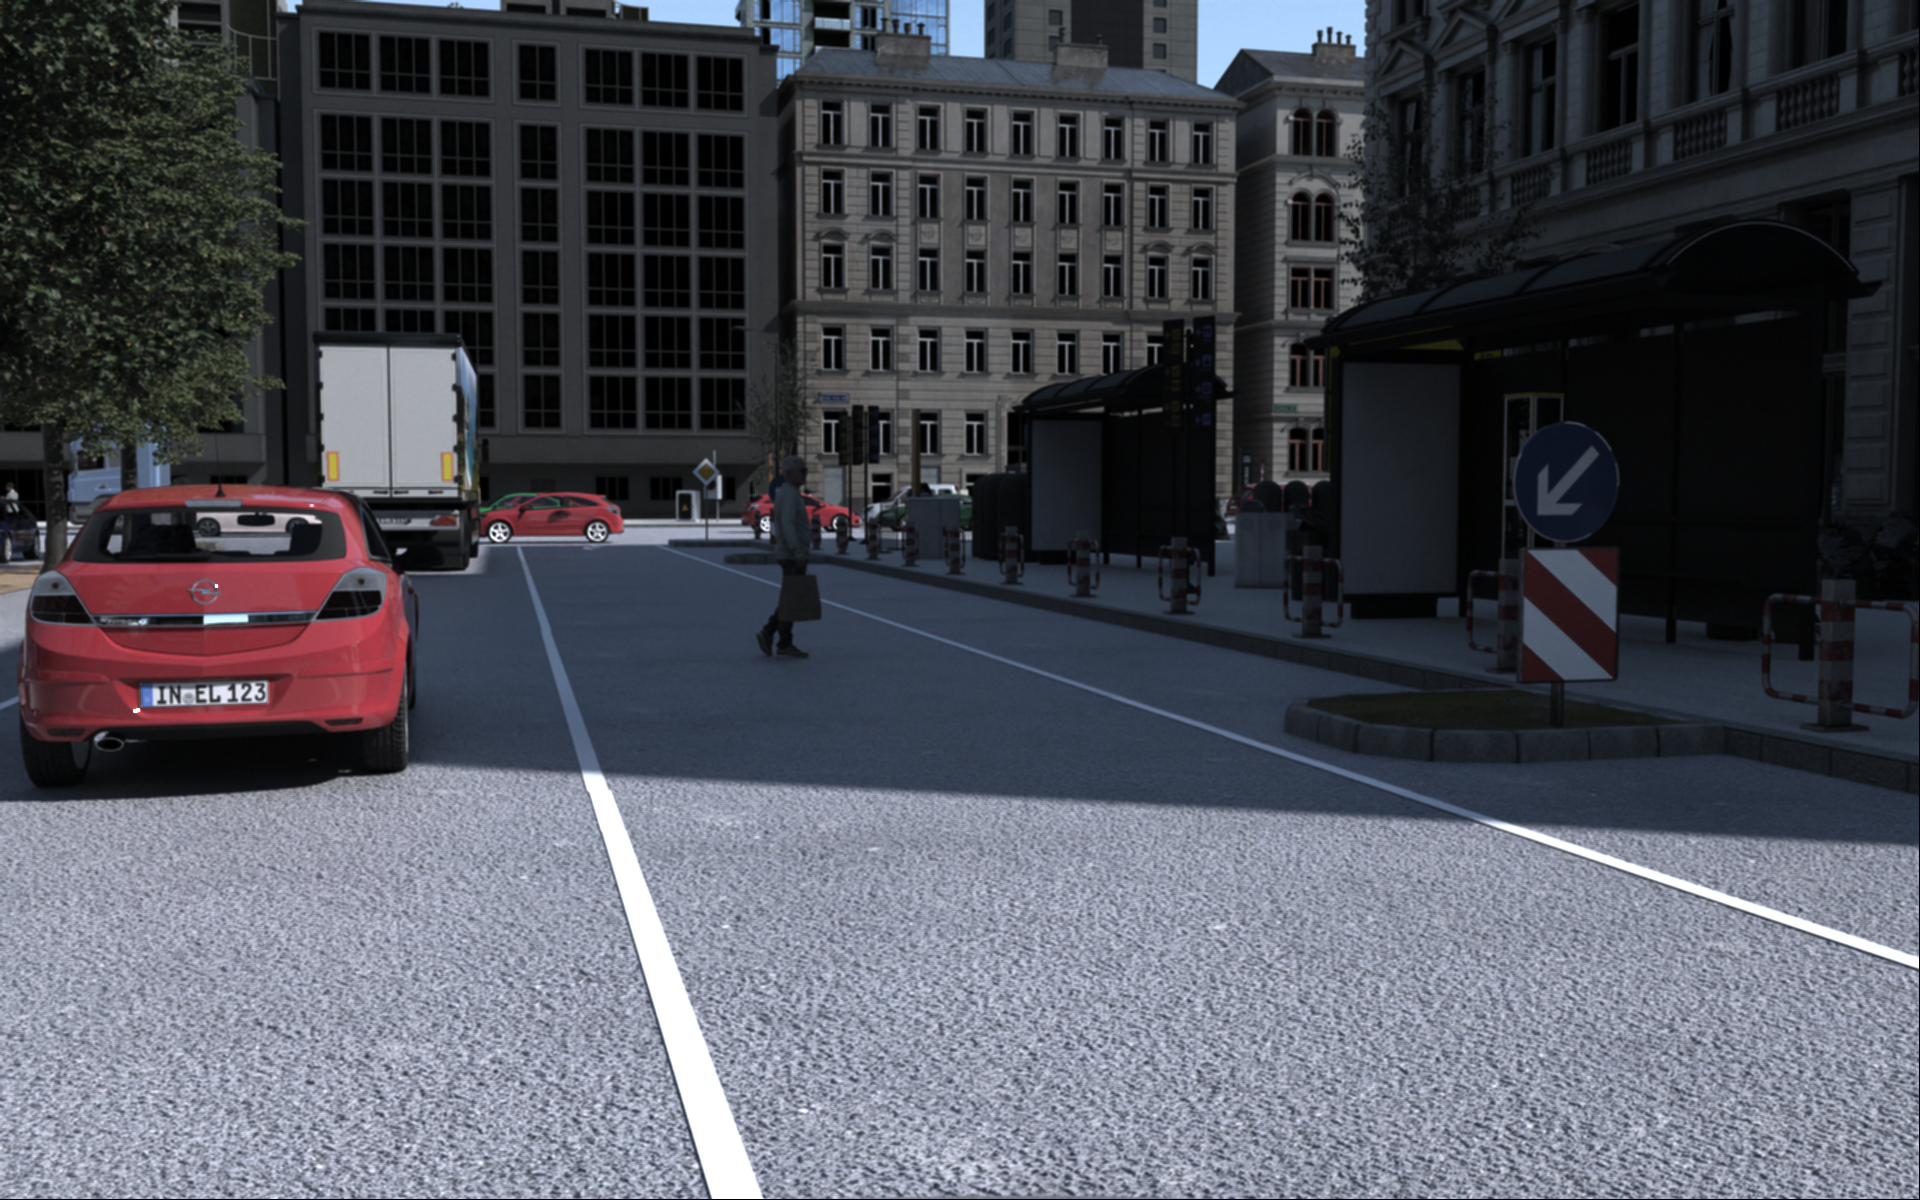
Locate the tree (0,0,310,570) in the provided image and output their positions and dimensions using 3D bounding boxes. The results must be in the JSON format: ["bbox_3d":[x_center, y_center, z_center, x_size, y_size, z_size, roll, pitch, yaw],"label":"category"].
[{"bbox_3d":[-18.448,-7.188,38.108,7.486,12.596,7.792,0,3,0],"label":"tree"}]

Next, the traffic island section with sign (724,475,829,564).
[{"bbox_3d":[-3.900,-1.690,36.258,1.989,1.847,2.006,-1,4,-15],"label":"traffic island section with sign"}]

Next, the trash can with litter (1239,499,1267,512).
[{"bbox_3d":[6.326,-1.580,37.212,0.624,1.170,1.055,0,4,5],"label":"trash can with litter"}]

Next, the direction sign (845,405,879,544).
[{"bbox_3d":[-2.405,-3.198,44.291,0.876,3.537,0.379,-3,5,-44],"label":"direction sign"}]

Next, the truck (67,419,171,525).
[{"bbox_3d":[-22.983,-4.511,63.519,18.799,4.110,2.967,-1,4,-15],"label":"truck"}]

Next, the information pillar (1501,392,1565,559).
[{"bbox_3d":[4.201,-0.504,12.736,0.304,2.012,0.304,-2,4,-26],"label":"information pillar"}]

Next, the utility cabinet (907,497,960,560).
[{"bbox_3d":[-0.521,-1.396,33.983,1.020,1.237,0.306,-1,4,-9],"label":"utility cabinet"}]

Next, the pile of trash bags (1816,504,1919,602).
[{"bbox_3d":[10.820,-0.756,22.108,1.912,1.369,3.447,0,4,-5],"label":"pile of trash bags"}]

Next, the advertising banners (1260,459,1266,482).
[{"bbox_3d":[15.012,-5.636,88.333,0.090,3.025,2.074,-1,4,-22],"label":"advertising banners"}]

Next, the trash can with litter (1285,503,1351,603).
[{"bbox_3d":[4.435,-0.576,20.807,0.624,1.170,1.055,-3,5,-43],"label":"trash can with litter"}]

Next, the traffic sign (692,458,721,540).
[{"bbox_3d":[-7.013,-2.707,47.897,0.795,2.450,0.064,-1,4,-15],"label":"traffic sign"}]

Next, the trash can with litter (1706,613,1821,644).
[{"bbox_3d":[7.059,-0.232,15.187,1.055,1.170,0.624,3,5,42],"label":"trash can with litter"}]

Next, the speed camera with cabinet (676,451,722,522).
[{"bbox_3d":[-11.891,-5.167,78.813,2.038,3.252,0.660,1,4,14],"label":"speed camera with cabinet"}]

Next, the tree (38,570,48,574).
[{"bbox_3d":[-16.301,-6.744,30.842,7.486,12.596,7.792,0,3,0],"label":"tree"}]

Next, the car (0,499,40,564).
[{"bbox_3d":[-20.787,-1.472,36.652,1.945,1.354,3.894,-1,4,-16],"label":"car"}]

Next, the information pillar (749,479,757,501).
[{"bbox_3d":[-10.309,-4.995,86.163,0.304,2.012,0.304,1,4,15],"label":"information pillar"}]

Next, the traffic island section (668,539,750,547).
[{"bbox_3d":[-6.992,-1.572,47.980,2.009,0.180,2.903,-1,4,-15],"label":"traffic island section"}]

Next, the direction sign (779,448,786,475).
[{"bbox_3d":[-8.729,-5.703,85.234,0.379,3.537,0.876,1,4,18],"label":"direction sign"}]

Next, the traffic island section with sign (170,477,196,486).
[{"bbox_3d":[-20.171,-2.239,44.747,2.006,1.907,1.989,-1,4,-15],"label":"traffic island section with sign"}]

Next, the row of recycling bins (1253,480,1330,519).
[{"bbox_3d":[10.619,-2.773,52.455,3.534,1.692,1.069,-1,4,-10],"label":"row of recycling bins"}]

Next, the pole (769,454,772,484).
[{"bbox_3d":[-9.536,-5.720,87.364,0.158,3.312,0.155,0,3,0],"label":"pole"}]

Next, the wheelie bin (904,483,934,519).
[{"bbox_3d":[-1.124,-2.491,48.629,0.980,1.594,0.693,3,5,42],"label":"wheelie bin"}]

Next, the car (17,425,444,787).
[{"bbox_3d":[-4.136,-0.067,10.129,2.155,1.783,4.494,-1,4,-17],"label":"car"}]

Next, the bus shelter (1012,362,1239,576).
[{"bbox_3d":[2.614,-2.153,29.119,2.014,3.302,5.546,-1,4,-15],"label":"bus shelter"}]

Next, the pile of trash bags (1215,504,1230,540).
[{"bbox_3d":[5.822,-2.341,48.031,3.447,1.369,1.912,-3,5,-42],"label":"pile of trash bags"}]

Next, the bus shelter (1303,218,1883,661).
[{"bbox_3d":[5.207,-1.315,15.430,2.014,3.302,5.546,-1,4,-15],"label":"bus shelter"}]

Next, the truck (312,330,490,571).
[{"bbox_3d":[-11.191,-2.843,35.401,2.839,4.237,11.283,-1,4,-14],"label":"truck"}]

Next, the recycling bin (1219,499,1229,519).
[{"bbox_3d":[12.801,-4.428,84.944,0.722,1.027,0.722,1,4,13],"label":"recycling bin"}]

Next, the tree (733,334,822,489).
[{"bbox_3d":[-8.146,-7.910,79.684,4.360,8.622,3.978,0,3,0],"label":"tree"}]

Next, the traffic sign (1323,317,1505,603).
[{"bbox_3d":[5.283,-1.610,20.198,2.265,3.308,0.079,-1,4,-13],"label":"traffic sign"}]

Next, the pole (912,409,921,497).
[{"bbox_3d":[-1.053,-2.913,41.479,0.158,3.312,0.155,0,3,0],"label":"pole"}]

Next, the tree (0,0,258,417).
[{"bbox_3d":[-14.303,-6.255,21.732,9.611,12.733,9.660,0,3,0],"label":"tree"}]

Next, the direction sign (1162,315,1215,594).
[{"bbox_3d":[2.941,-1.858,22.381,0.379,3.537,0.876,-3,5,-40],"label":"direction sign"}]

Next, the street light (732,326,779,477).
[{"bbox_3d":[-5.634,-4.628,48.214,1.470,5.913,1.316,-1,4,-15],"label":"street light"}]

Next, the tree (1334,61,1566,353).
[{"bbox_3d":[8.399,-4.910,30.645,4.360,8.622,3.978,0,3,0],"label":"tree"}]

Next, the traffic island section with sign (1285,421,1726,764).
[{"bbox_3d":[3.021,-0.096,10.203,1.989,1.847,2.006,-1,4,-15],"label":"traffic island section with sign"}]

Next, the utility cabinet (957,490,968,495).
[{"bbox_3d":[0.062,-4.713,85.736,0.318,1.500,1.173,1,4,20],"label":"utility cabinet"}]

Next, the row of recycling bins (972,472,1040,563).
[{"bbox_3d":[0.877,-1.649,34.074,1.069,1.692,3.534,-1,4,-10],"label":"row of recycling bins"}]

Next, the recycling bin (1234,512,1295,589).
[{"bbox_3d":[4.197,-0.691,23.851,0.722,1.027,0.722,1,4,19],"label":"recycling bin"}]

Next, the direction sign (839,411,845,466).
[{"bbox_3d":[-2.997,-3.378,47.224,0.876,3.537,0.379,3,5,44],"label":"direction sign"}]
